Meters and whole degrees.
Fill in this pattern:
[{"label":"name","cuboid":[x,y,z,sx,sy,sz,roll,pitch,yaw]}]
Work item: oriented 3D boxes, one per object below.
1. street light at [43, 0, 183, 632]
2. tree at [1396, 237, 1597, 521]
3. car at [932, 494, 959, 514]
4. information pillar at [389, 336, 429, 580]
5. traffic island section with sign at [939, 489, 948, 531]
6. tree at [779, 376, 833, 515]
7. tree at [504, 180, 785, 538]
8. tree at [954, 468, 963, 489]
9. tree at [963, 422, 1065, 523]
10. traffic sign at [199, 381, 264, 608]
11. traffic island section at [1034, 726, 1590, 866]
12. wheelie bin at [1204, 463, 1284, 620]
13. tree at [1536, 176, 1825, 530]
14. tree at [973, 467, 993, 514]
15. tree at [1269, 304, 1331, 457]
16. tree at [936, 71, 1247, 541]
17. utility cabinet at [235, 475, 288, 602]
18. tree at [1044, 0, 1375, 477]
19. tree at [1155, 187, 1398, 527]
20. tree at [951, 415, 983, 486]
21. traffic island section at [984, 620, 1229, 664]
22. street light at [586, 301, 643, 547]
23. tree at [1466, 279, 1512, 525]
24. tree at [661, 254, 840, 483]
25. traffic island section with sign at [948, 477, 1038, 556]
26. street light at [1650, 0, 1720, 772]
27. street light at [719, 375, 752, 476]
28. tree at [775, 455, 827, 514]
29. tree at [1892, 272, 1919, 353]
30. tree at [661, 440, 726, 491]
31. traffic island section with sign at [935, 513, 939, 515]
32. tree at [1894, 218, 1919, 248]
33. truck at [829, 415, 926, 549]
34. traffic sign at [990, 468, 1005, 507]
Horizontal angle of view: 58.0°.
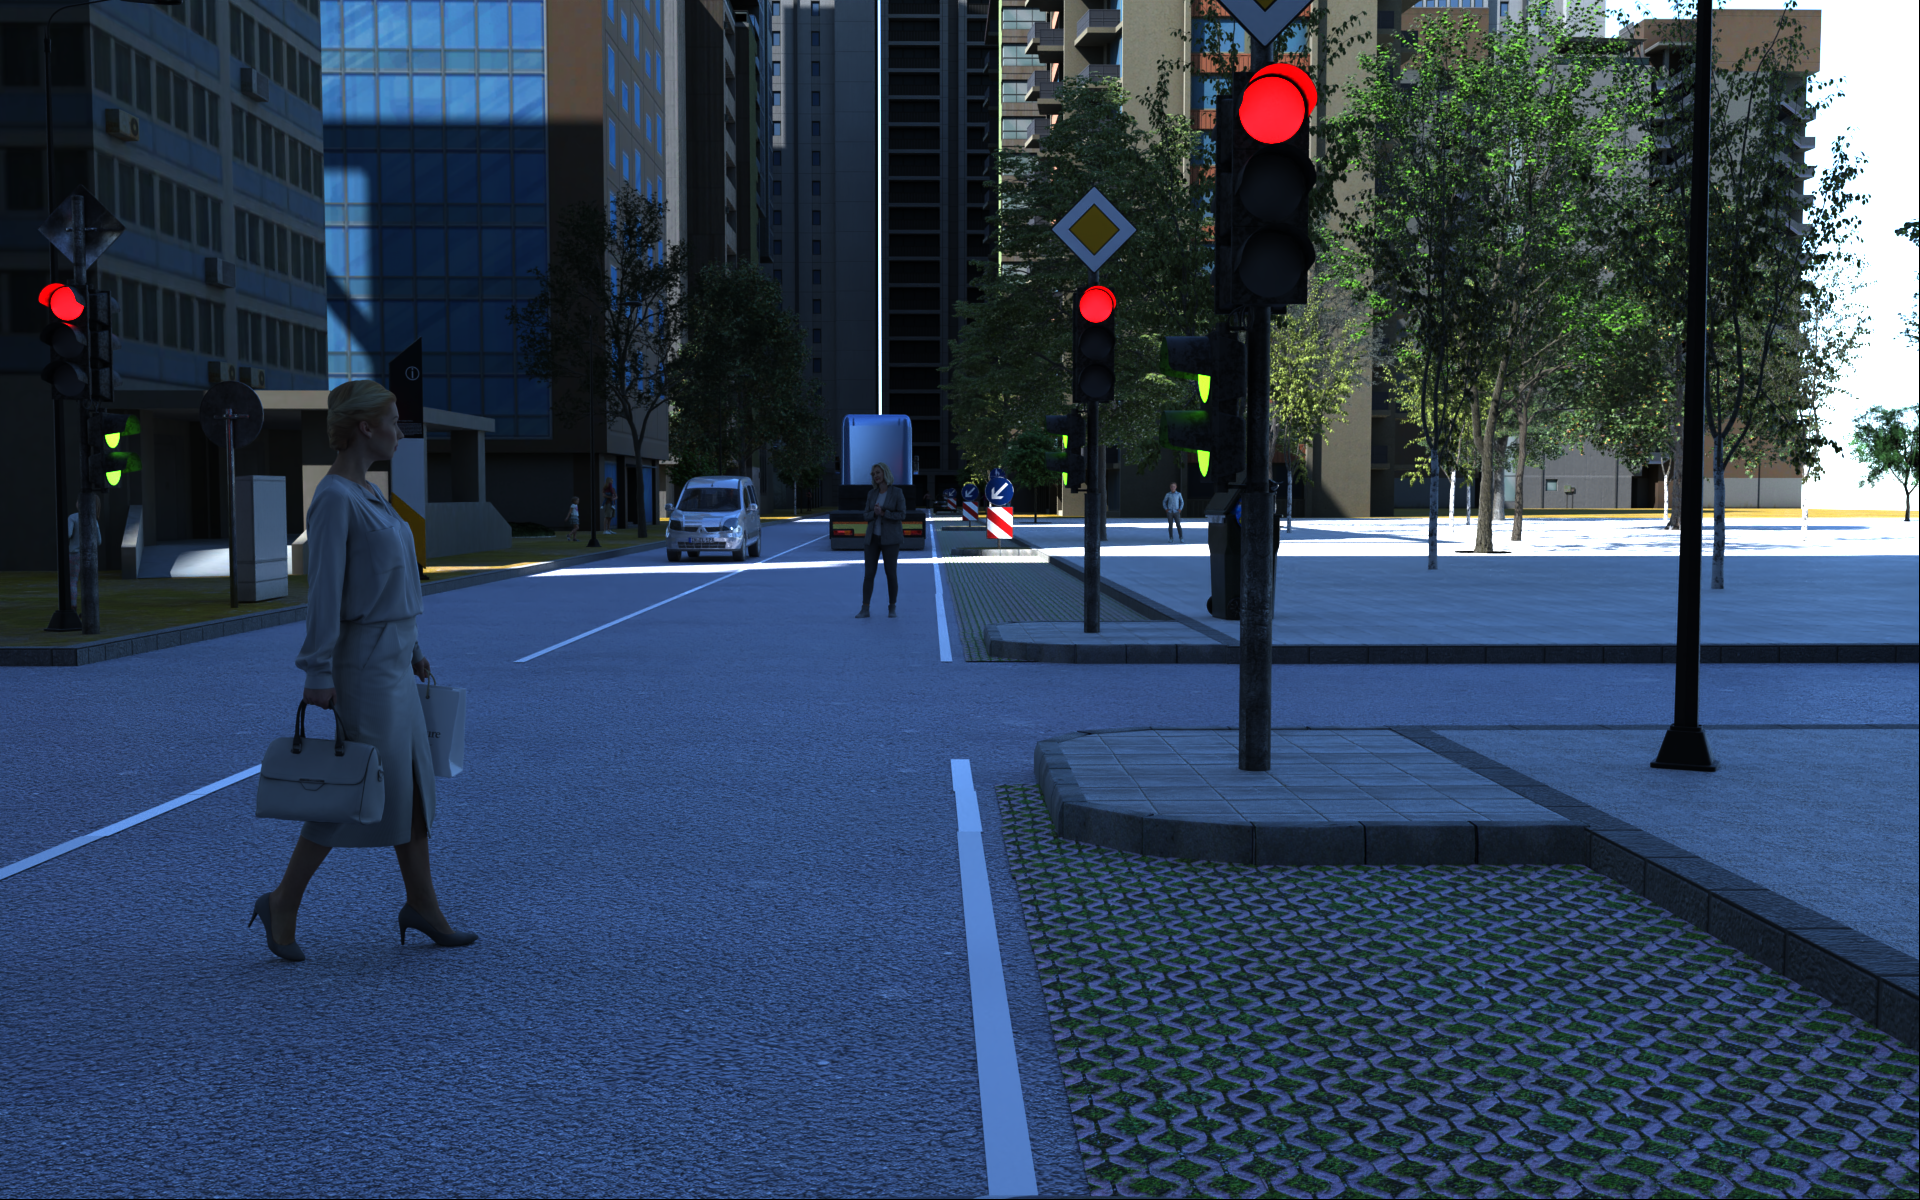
[{"label":"street light","cuboid":[-7.861,-2.664,16.095,1.470,5.913,1.316,0,4,-1]},{"label":"tree","cuboid":[25.775,-10.777,82.854,9.857,13.997,8.962,0,3,0]},{"label":"car","cuboid":[-1.100,-7.220,127.838,2.009,1.686,4.222,0,3,0]},{"label":"information pillar","cuboid":[-8.188,-2.101,25.705,0.504,3.616,0.183,-2,4,-33]},{"label":"traffic island section with sign","cuboid":[0.273,-3.623,67.860,1.989,1.847,2.006,0,4,-1]},{"label":"tree","cuboid":[-9.859,-9.507,105.796,4.360,8.622,3.978,0,3,0]},{"label":"tree","cuboid":[-9.325,-7.124,50.882,8.767,10.594,7.601,0,4,-5]},{"label":"tree","cuboid":[1.048,-11.295,168.387,4.285,4.588,4.351,0,3,0]},{"label":"tree","cuboid":[3.245,-5.650,76.094,4.285,4.588,4.351,0,3,0]},{"label":"traffic sign","cuboid":[-8.189,-1.184,19.468,0.768,2.556,0.104,0,4,7]},{"label":"traffic island section","cuboid":[1.397,0.868,8.087,2.009,0.180,2.903,0,4,-1]},{"label":"wheelie bin","cuboid":[2.933,-0.611,17.903,0.693,1.594,0.980,-1,4,-12]},{"label":"tree","cuboid":[25.605,-8.848,61.671,9.611,12.733,9.660,0,3,0]},{"label":"tree","cuboid":[1.772,-7.121,111.035,1.663,3.219,1.824,0,3,0]},{"label":"tree","cuboid":[14.066,-10.082,82.973,7.486,12.596,7.792,0,3,0]},{"label":"tree","cuboid":[3.784,-7.923,47.674,7.486,12.596,7.792,0,3,0]},{"label":"utility cabinet","cuboid":[-8.467,-0.746,20.883,0.318,1.500,1.173,0,4,-4]},{"label":"tree","cuboid":[3.541,-4.477,23.569,4.737,8.622,4.395,0,3,0]},{"label":"tree","cuboid":[11.999,-9.551,66.521,12.009,13.543,11.850,0,3,0]},{"label":"tree","cuboid":[1.761,-9.442,104.735,4.737,8.622,4.395,0,3,0]},{"label":"traffic island section","cuboid":[1.245,0.380,16.070,2.009,0.180,2.903,0,4,-1]},{"label":"street light","cuboid":[-8.337,-4.237,41.810,1.470,5.913,1.316,0,4,-1]},{"label":"tree","cuboid":[16.172,-6.525,57.047,4.737,8.622,4.395,0,3,0]},{"label":"tree","cuboid":[-10.548,-10.153,83.012,9.611,12.733,9.660,0,3,0]},{"label":"traffic island section with sign","cuboid":[0.788,-1.959,40.665,1.989,1.847,2.006,0,4,-1]},{"label":"street light","cuboid":[2.881,-2.168,7.988,1.470,5.913,1.316,0,4,-1]},{"label":"street light","cuboid":[-8.803,-5.809,67.525,1.470,5.913,1.316,0,4,-1]},{"label":"tree","cuboid":[-10.491,-8.016,114.773,4.285,4.588,4.351,0,3,0]},{"label":"tree","cuboid":[25.532,-6.370,38.564,8.767,10.594,7.601,2,4,23]},{"label":"tree","cuboid":[-9.633,-4.115,61.879,1.663,3.219,1.824,0,3,0]},{"label":"traffic island section with sign","cuboid":[-0.672,-6.678,117.807,1.989,1.847,2.006,0,4,-1]},{"label":"tree","cuboid":[19.210,-7.286,25.782,9.857,13.997,8.962,0,3,0]},{"label":"truck","cuboid":[-2.533,-3.857,52.823,2.967,4.110,18.799,0,4,-3]},{"label":"traffic sign","cuboid":[1.829,-5.167,84.587,0.768,2.556,0.104,0,4,5]}]
